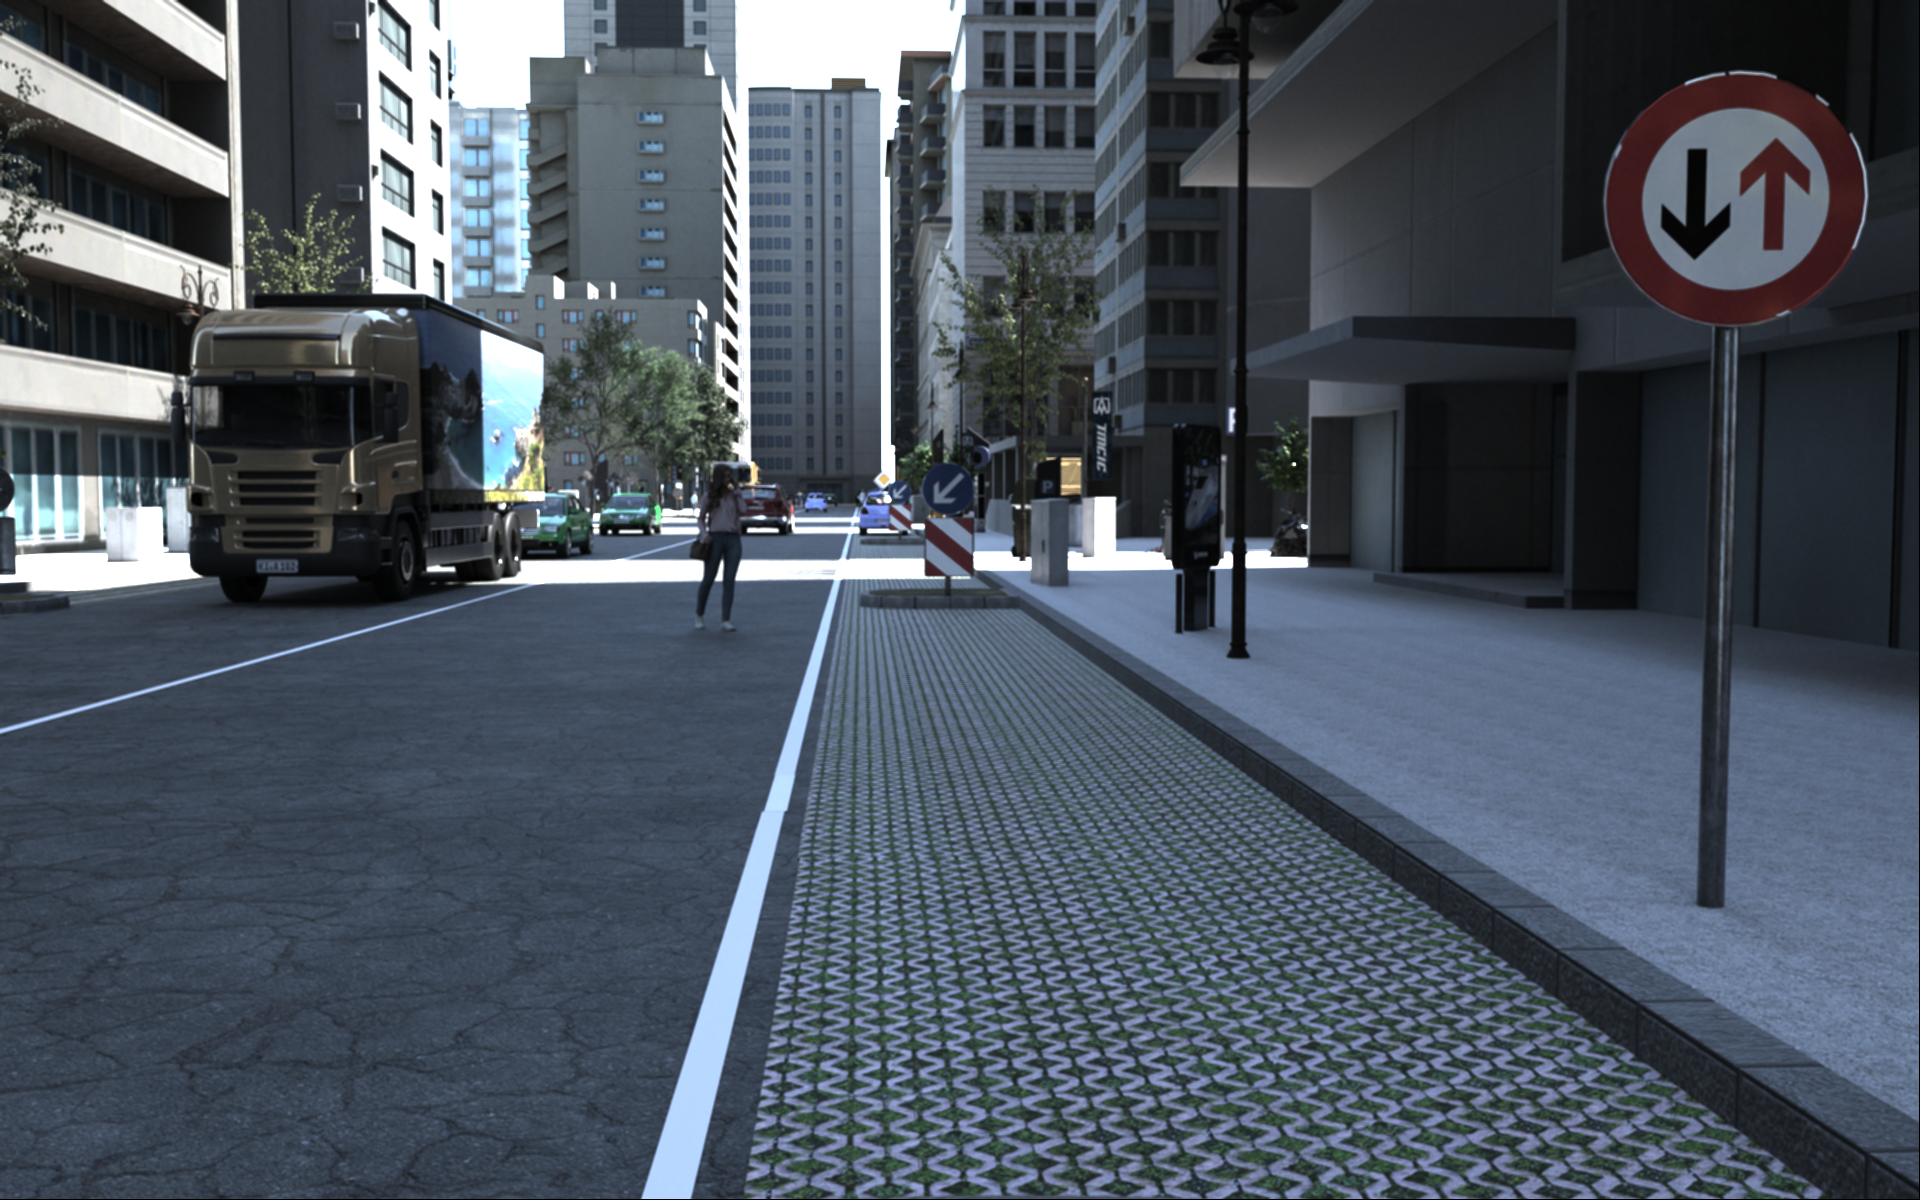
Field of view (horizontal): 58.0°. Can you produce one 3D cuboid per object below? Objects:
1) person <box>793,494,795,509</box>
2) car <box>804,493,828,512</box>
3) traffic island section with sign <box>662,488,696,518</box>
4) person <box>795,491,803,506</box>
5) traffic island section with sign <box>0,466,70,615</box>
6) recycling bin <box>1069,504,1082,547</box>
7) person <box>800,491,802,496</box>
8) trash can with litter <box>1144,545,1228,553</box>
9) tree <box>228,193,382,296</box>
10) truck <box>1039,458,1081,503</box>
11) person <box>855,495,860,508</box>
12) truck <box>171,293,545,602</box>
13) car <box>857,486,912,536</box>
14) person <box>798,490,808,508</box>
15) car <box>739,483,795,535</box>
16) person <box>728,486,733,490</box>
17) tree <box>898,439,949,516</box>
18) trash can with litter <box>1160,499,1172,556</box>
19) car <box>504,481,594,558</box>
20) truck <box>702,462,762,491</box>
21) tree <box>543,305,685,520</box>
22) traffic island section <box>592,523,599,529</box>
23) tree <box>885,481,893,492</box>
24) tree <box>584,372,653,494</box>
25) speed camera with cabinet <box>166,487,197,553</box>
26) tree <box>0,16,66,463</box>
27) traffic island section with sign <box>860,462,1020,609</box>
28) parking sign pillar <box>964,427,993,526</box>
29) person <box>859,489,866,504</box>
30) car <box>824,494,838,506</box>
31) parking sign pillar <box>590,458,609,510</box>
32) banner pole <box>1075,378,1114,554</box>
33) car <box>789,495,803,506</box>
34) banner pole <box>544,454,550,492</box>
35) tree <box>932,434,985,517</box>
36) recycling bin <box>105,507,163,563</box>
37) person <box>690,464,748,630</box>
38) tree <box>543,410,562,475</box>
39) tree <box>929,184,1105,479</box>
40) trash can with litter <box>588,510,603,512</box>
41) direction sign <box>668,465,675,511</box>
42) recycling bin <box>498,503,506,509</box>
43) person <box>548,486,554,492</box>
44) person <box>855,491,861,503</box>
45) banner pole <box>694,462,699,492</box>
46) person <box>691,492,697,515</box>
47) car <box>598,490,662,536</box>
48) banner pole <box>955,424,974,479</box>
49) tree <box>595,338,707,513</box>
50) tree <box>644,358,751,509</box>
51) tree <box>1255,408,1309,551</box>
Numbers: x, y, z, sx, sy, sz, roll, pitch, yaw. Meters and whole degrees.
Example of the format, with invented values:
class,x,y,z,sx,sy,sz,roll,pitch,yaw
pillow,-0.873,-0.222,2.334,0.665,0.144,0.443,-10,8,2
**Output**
class,x,y,z,sx,sy,sz,roll,pitch,yaw
person,-15.685,-9.305,163.897,0.557,1.426,1.065,0,4,-4
car,-11.371,-7.790,136.954,1.945,1.707,3.694,0,4,-5
traffic island section with sign,-16.819,-5.800,103.454,1.989,1.847,2.006,0,4,-3
person,-19.498,-12.290,209.530,1.350,1.814,0.705,-2,4,-25
traffic island section with sign,-12.112,-0.764,21.121,1.989,1.847,2.006,0,4,-3
recycling bin,2.953,-1.826,42.415,0.722,1.027,0.722,-2,4,-28
person,-20.814,-13.325,226.456,1.348,1.812,0.705,0,4,1
trash can with litter,4.807,-1.660,38.206,1.678,1.210,2.233,-1,4,-16
tree,-16.382,-5.686,43.322,4.737,8.622,4.395,0,3,0
truck,7.417,-4.894,75.934,9.791,3.379,3.469,0,4,-2
person,-10.726,-10.488,183.162,0.799,1.438,0.628,1,4,15
truck,-8.710,-2.298,26.492,2.839,4.237,11.283,0,4,-2
car,-2.652,-3.117,60.555,1.945,1.707,3.694,0,4,-2
person,-15.529,-10.088,173.529,1.350,1.814,0.705,0,4,-1
car,-7.101,-3.274,62.200,2.281,1.827,5.304,0,4,-2
person,-10.393,-4.269,78.469,0.661,1.801,0.590,1,4,15
tree,-1.840,-7.186,101.206,4.285,4.588,4.351,0,3,0
trash can with litter,4.654,-1.492,35.782,1.055,1.170,0.624,1,4,9
car,-9.637,-1.904,39.923,1.959,1.807,4.718,0,4,-2
truck,-13.725,-6.735,106.035,3.469,3.379,9.791,0,4,-4
tree,-18.075,-9.247,85.597,7.601,10.594,8.767,2,4,32
traffic island section,-15.742,-3.461,78.872,2.009,0.180,2.903,0,4,-3
tree,-8.730,-13.007,207.259,1.663,3.219,1.824,0,3,0
tree,-20.102,-9.275,102.015,4.360,8.622,3.978,0,3,0
speed camera with cabinet,-16.708,-2.706,38.575,0.660,3.252,2.038,1,4,19
tree,-14.935,-4.570,25.076,4.360,8.622,3.978,0,3,0
traffic island section with sign,-0.294,-0.841,22.372,1.989,1.847,2.006,0,4,-3
parking sign pillar,0.819,-4.950,69.401,1.447,3.967,1.447,2,4,27
person,-8.543,-8.829,152.726,0.514,1.842,0.818,-3,5,-43
car,-15.714,-12.039,208.631,2.131,1.459,4.920,0,4,-2
parking sign pillar,-26.979,-8.636,129.669,1.447,3.967,1.447,0,4,-7
banner pole,2.895,-2.886,37.207,0.863,3.779,0.401,2,4,25
car,-20.516,-12.426,215.750,1.945,1.354,3.894,0,4,-1
banner pole,-26.014,-7.260,108.724,0.863,3.779,0.401,-1,4,-22
tree,-0.157,-3.730,55.579,1.663,3.219,1.824,0,3,0
recycling bin,-15.634,-1.238,32.794,0.722,1.027,0.722,1,4,12
person,-2.581,-0.566,18.345,0.593,1.750,0.643,-1,4,-20
tree,-34.133,-11.546,139.133,4.360,8.622,3.978,0,3,0
tree,1.547,-5.505,40.369,4.737,8.622,4.395,0,3,0
trash can with litter,-26.827,-7.025,125.922,2.233,1.210,1.678,-1,4,-16
direction sign,-22.468,-8.743,134.944,0.876,3.537,0.379,3,5,40
recycling bin,-18.361,-3.474,69.351,0.722,1.027,0.722,2,4,24
person,-17.635,-4.052,75.085,0.374,1.781,0.599,-3,5,-39
person,-11.164,-11.304,193.287,1.348,1.831,0.705,2,4,24
banner pole,-20.702,-8.923,135.903,0.401,3.779,0.863,2,4,24
person,-18.177,-6.623,118.593,0.330,1.601,0.589,-3,4,-37
car,-11.644,-3.210,61.285,1.959,1.807,4.718,0,4,-3
banner pole,0.108,-4.420,62.284,0.863,3.779,0.401,0,4,-2
tree,-20.389,-11.608,115.539,9.928,11.665,9.643,0,3,0
tree,-22.354,-14.012,146.098,9.611,12.733,9.660,0,3,0
tree,7.449,-2.721,39.088,1.663,3.219,1.824,0,3,0
